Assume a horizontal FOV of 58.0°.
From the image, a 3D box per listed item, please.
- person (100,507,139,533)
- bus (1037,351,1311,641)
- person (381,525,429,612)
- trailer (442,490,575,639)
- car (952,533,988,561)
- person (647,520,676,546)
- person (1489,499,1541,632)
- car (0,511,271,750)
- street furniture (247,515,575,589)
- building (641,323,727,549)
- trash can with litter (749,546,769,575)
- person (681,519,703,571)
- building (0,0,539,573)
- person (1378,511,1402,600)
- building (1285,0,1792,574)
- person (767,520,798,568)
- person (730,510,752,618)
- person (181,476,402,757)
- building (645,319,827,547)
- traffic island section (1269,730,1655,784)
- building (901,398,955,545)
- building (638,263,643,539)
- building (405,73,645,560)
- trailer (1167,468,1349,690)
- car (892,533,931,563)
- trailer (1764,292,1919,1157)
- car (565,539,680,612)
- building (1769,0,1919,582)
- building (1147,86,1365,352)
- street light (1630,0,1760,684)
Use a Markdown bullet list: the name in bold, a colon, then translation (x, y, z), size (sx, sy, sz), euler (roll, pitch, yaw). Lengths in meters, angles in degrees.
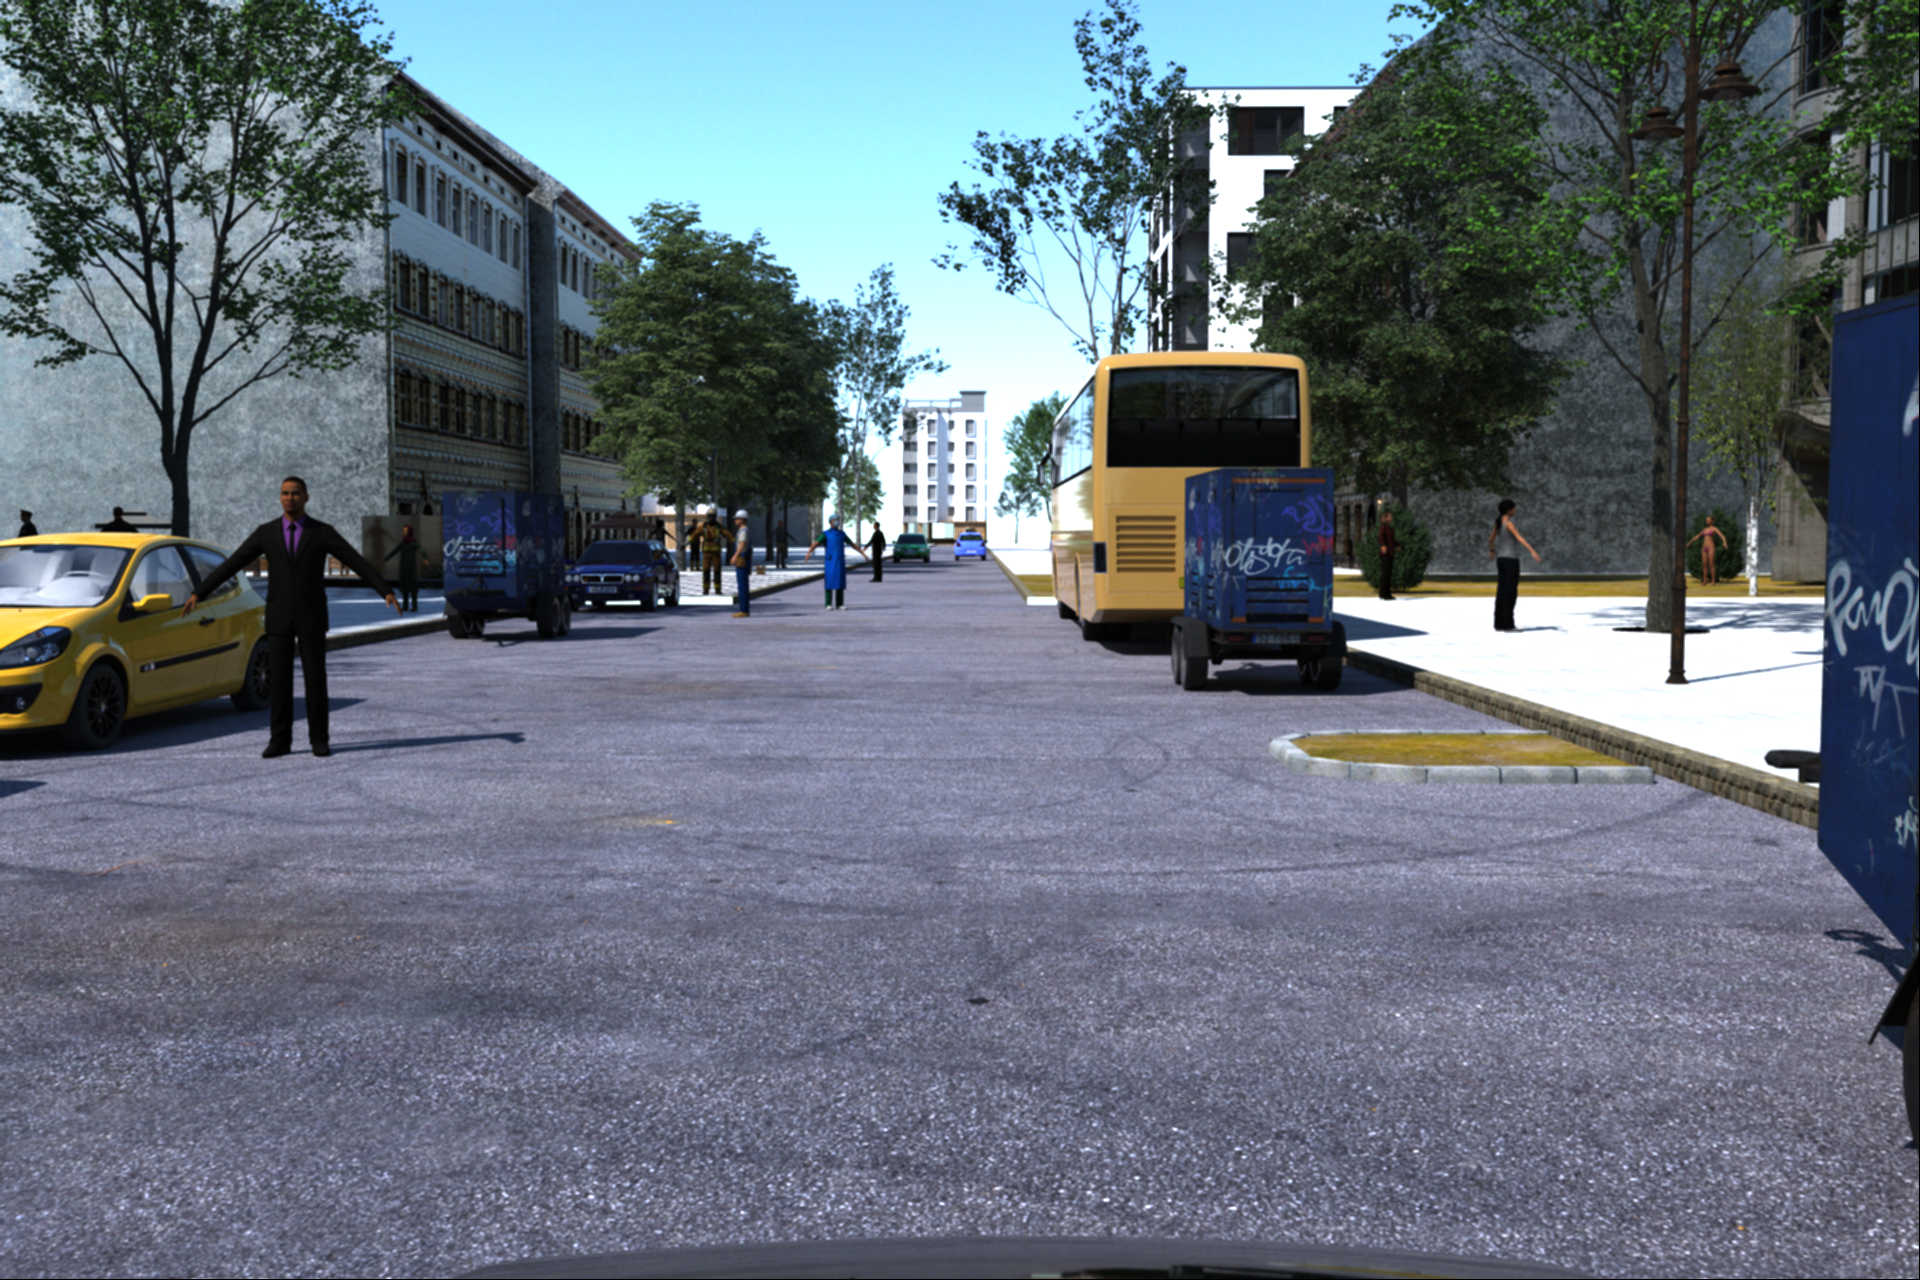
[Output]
- **person**: translation (-16.089, -1.646, 33.128), size (1.348, 1.803, 0.705), euler (-3, 5, -42)
- **bus**: translation (2.843, -2.112, 26.079), size (2.896, 3.916, 12.252), euler (0, 4, 0)
- **person**: translation (-9.175, -1.191, 28.680), size (0.989, 1.438, 0.599), euler (2, 4, 24)
- **trailer**: translation (-6.259, -0.996, 23.337), size (1.471, 1.999, 3.904), euler (0, 4, 1)
- **car**: translation (0.559, -5.184, 94.344), size (1.945, 1.707, 3.694), euler (0, 4, -1)
- **person**: translation (-11.459, -3.681, 66.329), size (1.345, 1.843, 0.704), euler (1, 4, 13)
- **person**: translation (7.266, -0.976, 22.773), size (0.721, 1.737, 1.217), euler (-1, 4, -11)
- **car**: translation (-6.509, -0.151, 12.696), size (2.015, 1.641, 3.980), euler (0, 4, 1)
- **street furniture**: translation (-11.964, -2.282, 44.168), size (9.812, 1.723, 11.010), euler (2, 4, 29)
- **building**: translation (-26.896, -18.229, 154.467), size (16.016, 20.090, 11.380), euler (0, 4, 0)
- **trash can with litter**: translation (-6.551, -2.643, 54.606), size (1.055, 1.170, 0.624), euler (0, 4, 0)
- **person**: translation (-9.136, -3.286, 59.861), size (0.704, 1.812, 1.346), euler (3, 5, 44)
- **building**: translation (-27.877, -14.352, 65.591), size (19.493, 23.208, 18.063), euler (0, 4, 1)
- **person**: translation (8.375, -1.643, 33.674), size (0.721, 1.729, 1.215), euler (2, 4, 28)
- **building**: translation (23.461, -14.286, 64.512), size (19.493, 23.208, 18.063), euler (0, 3, 0)
- **person**: translation (-6.748, -3.611, 65.305), size (1.348, 1.796, 0.705), euler (-3, 4, -38)
- **person**: translation (-3.778, -1.320, 29.888), size (0.705, 1.847, 1.347), euler (0, 4, -2)
- **person**: translation (-4.296, -0.154, 11.200), size (1.346, 1.802, 0.704), euler (-1, 4, -10)
- **building**: translation (-24.281, -21.374, 180.399), size (19.493, 23.208, 18.063), euler (0, 4, 0)
- **traffic island section**: translation (3.006, 0.730, 10.930), size (1.991, 0.108, 1.994), euler (0, 4, 1)
- **building**: translation (-7.462, -22.785, 231.415), size (11.380, 20.090, 16.016), euler (0, 4, -6)
- **building**: translation (-26.506, -15.137, 103.918), size (16.016, 20.090, 11.380), euler (0, 4, 1)
- **building**: translation (-26.766, -15.523, 84.734), size (19.493, 23.208, 18.063), euler (0, 4, 1)
- **trailer**: translation (2.758, -0.602, 16.899), size (1.471, 1.999, 3.904), euler (0, 4, 0)
- **car**: translation (-2.434, -4.793, 87.168), size (1.959, 1.807, 4.718), euler (0, 4, 0)
- **trailer**: translation (2.742, 0.197, 3.821), size (1.471, 1.999, 3.904), euler (0, 3, 0)
- **car**: translation (-6.478, -1.263, 33.222), size (1.945, 1.354, 3.894), euler (0, 3, 0)
- **building**: translation (26.687, -12.833, 26.478), size (14.369, 24.946, 33.146), euler (0, 4, 1)
- **building**: translation (24.051, -15.394, 95.665), size (27.936, 21.610, 32.646), euler (0, 4, 1)
- **street light**: translation (6.156, -2.563, 14.695), size (0.468, 5.910, 1.993), euler (0, 4, 1)
